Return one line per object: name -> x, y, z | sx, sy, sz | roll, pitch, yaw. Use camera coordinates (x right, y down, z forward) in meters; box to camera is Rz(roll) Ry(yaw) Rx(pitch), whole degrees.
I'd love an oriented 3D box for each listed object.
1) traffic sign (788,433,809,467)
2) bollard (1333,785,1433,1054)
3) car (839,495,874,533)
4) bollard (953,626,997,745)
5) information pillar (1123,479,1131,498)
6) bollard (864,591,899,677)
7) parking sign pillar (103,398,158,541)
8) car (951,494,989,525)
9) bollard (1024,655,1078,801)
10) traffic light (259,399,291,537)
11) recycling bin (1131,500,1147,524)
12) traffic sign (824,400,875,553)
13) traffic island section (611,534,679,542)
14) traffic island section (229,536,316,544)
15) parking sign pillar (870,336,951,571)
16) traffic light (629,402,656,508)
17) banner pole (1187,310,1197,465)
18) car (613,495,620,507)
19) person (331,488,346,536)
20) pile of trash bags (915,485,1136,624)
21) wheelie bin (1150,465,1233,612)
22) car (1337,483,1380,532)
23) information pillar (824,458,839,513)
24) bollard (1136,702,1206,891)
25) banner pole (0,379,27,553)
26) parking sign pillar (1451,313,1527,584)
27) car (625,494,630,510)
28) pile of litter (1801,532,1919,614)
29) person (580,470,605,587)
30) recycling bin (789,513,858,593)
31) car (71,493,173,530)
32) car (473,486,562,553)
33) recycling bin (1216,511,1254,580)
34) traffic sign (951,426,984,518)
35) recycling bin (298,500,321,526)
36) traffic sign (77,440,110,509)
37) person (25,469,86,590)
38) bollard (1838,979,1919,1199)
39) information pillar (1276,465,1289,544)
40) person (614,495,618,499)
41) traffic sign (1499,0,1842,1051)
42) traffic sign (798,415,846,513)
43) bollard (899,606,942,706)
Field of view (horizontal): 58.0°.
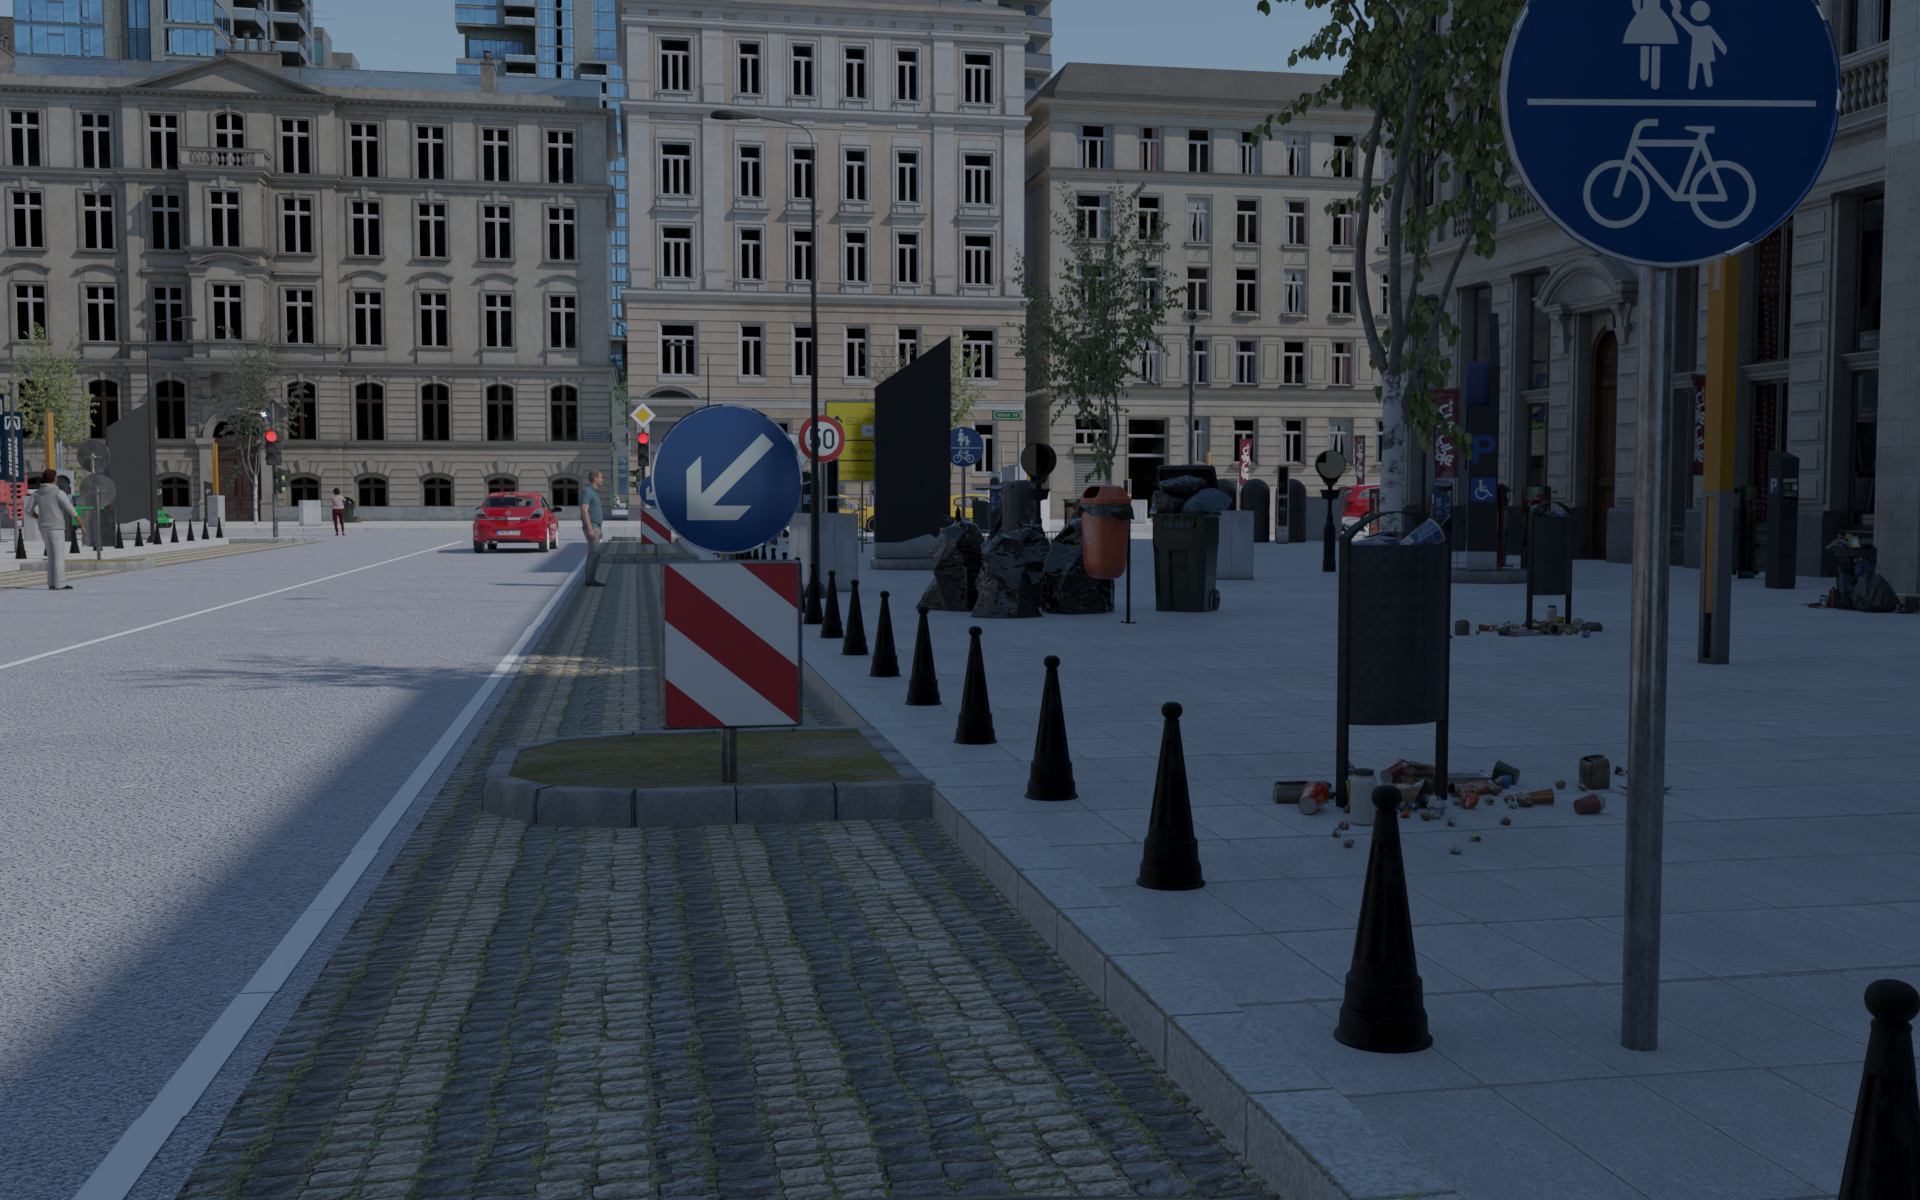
traffic sign -> -3.505, -2.209, 36.222 | 0.768, 2.556, 0.104 | -1, 4, -9
bollard -> 0.997, 0.733, 4.063 | 0.229, 0.601, 0.229 | 0, 3, 0
car -> -4.489, -3.347, 64.955 | 3.980, 1.641, 2.015 | -1, 4, -12
bollard -> 0.079, 0.434, 8.948 | 0.229, 0.601, 0.229 | 0, 3, 0
information pillar -> 8.316, -5.000, 86.237 | 0.304, 2.012, 0.304 | 2, 4, 28
bollard -> -0.530, 0.235, 12.206 | 0.229, 0.601, 0.229 | 0, 3, 0
parking sign pillar -> -23.202, -3.665, 48.401 | 1.447, 3.967, 1.447 | 3, 5, 44
car -> 0.880, -3.244, 63.268 | 3.980, 1.641, 2.015 | -1, 4, -11
bollard -> 0.388, 0.533, 7.323 | 0.229, 0.601, 0.229 | 0, 3, 0
traffic light -> -20.261, -3.810, 51.207 | 0.839, 4.253, 0.868 | -1, 4, -11
recycling bin -> 7.731, -3.833, 75.230 | 0.722, 1.027, 0.722 | 0, 4, 1
traffic sign -> -1.805, -2.677, 37.644 | 2.265, 3.308, 0.079 | 0, 4, -5
traffic island section -> -9.695, -1.898, 53.312 | 2.009, 0.180, 2.903 | -1, 4, -11
traffic island section -> -20.303, -1.777, 51.334 | 2.009, 0.180, 2.903 | -1, 4, -11
parking sign pillar -> -0.822, -2.518, 29.634 | 1.447, 3.967, 1.447 | 0, 4, -7
traffic light -> -9.736, -3.931, 53.191 | 0.839, 4.253, 0.868 | -1, 4, -11
banner pole -> 3.150, -2.048, 23.499 | 0.401, 3.779, 0.863 | 0, 4, 4
car -> -38.813, -11.026, 192.631 | 2.083, 1.381, 4.827 | -1, 4, -12
person -> -21.430, -3.039, 59.648 | 0.517, 1.644, 0.566 | 1, 4, 17
pile of trash bags -> 0.904, -0.528, 18.391 | 1.912, 1.369, 3.447 | -2, 4, -23
wheelie bin -> 2.501, -0.678, 18.988 | 0.980, 1.594, 0.693 | 2, 4, 24
car -> 15.526, -3.212, 61.184 | 5.304, 1.827, 2.281 | -1, 4, -12
information pillar -> -2.641, -1.871, 35.076 | 0.304, 2.012, 0.304 | -2, 4, -28
bollard -> 0.694, 0.633, 5.689 | 0.229, 0.601, 0.229 | 0, 3, 0
banner pole -> -20.927, -2.928, 37.883 | 0.863, 3.779, 0.401 | 0, 4, 2
parking sign pillar -> 7.629, -2.251, 25.278 | 1.447, 3.967, 1.447 | 1, 4, 15
car -> -28.210, -8.699, 151.022 | 1.959, 1.807, 4.718 | -1, 4, -10
pile of litter -> 10.144, -0.325, 19.274 | 1.176, 0.858, 1.719 | 0, 4, 3
person -> -5.658, -1.113, 26.822 | 0.434, 1.807, 0.598 | 1, 4, 11
recycling bin -> -1.802, -0.631, 22.873 | 0.722, 1.027, 0.722 | -2, 4, -28
car -> -30.838, -3.266, 62.200 | 4.718, 1.807, 1.959 | -1, 4, -11
car -> -11.162, -2.117, 43.660 | 2.155, 1.783, 4.494 | -1, 4, -9
recycling bin -> 4.002, -0.834, 26.192 | 0.722, 1.027, 0.722 | 0, 4, -7
traffic sign -> 0.065, -1.996, 32.745 | 0.768, 2.556, 0.104 | 0, 4, -4
recycling bin -> -26.047, -3.475, 69.377 | 0.722, 1.027, 0.722 | -2, 4, -32
traffic sign -> -20.405, -2.489, 40.796 | 0.768, 2.556, 0.104 | 0, 4, -3
person -> -13.503, -1.057, 25.922 | 0.875, 1.805, 0.789 | 0, 4, 4
bollard -> 1.303, 0.832, 2.438 | 0.229, 0.601, 0.229 | 0, 3, 0
information pillar -> 8.318, -2.455, 44.625 | 0.304, 2.012, 0.304 | 1, 4, 9
person -> -36.355, -10.529, 180.636 | 1.348, 1.826, 0.705 | 1, 4, 15
traffic sign -> 1.579, -0.235, 3.948 | 0.768, 2.556, 0.104 | 0, 4, -2
traffic sign -> -2.230, -1.705, 27.986 | 0.768, 2.556, 0.104 | -1, 4, -8
bollard -> -0.223, 0.334, 10.574 | 0.229, 0.601, 0.229 | 0, 3, 0
